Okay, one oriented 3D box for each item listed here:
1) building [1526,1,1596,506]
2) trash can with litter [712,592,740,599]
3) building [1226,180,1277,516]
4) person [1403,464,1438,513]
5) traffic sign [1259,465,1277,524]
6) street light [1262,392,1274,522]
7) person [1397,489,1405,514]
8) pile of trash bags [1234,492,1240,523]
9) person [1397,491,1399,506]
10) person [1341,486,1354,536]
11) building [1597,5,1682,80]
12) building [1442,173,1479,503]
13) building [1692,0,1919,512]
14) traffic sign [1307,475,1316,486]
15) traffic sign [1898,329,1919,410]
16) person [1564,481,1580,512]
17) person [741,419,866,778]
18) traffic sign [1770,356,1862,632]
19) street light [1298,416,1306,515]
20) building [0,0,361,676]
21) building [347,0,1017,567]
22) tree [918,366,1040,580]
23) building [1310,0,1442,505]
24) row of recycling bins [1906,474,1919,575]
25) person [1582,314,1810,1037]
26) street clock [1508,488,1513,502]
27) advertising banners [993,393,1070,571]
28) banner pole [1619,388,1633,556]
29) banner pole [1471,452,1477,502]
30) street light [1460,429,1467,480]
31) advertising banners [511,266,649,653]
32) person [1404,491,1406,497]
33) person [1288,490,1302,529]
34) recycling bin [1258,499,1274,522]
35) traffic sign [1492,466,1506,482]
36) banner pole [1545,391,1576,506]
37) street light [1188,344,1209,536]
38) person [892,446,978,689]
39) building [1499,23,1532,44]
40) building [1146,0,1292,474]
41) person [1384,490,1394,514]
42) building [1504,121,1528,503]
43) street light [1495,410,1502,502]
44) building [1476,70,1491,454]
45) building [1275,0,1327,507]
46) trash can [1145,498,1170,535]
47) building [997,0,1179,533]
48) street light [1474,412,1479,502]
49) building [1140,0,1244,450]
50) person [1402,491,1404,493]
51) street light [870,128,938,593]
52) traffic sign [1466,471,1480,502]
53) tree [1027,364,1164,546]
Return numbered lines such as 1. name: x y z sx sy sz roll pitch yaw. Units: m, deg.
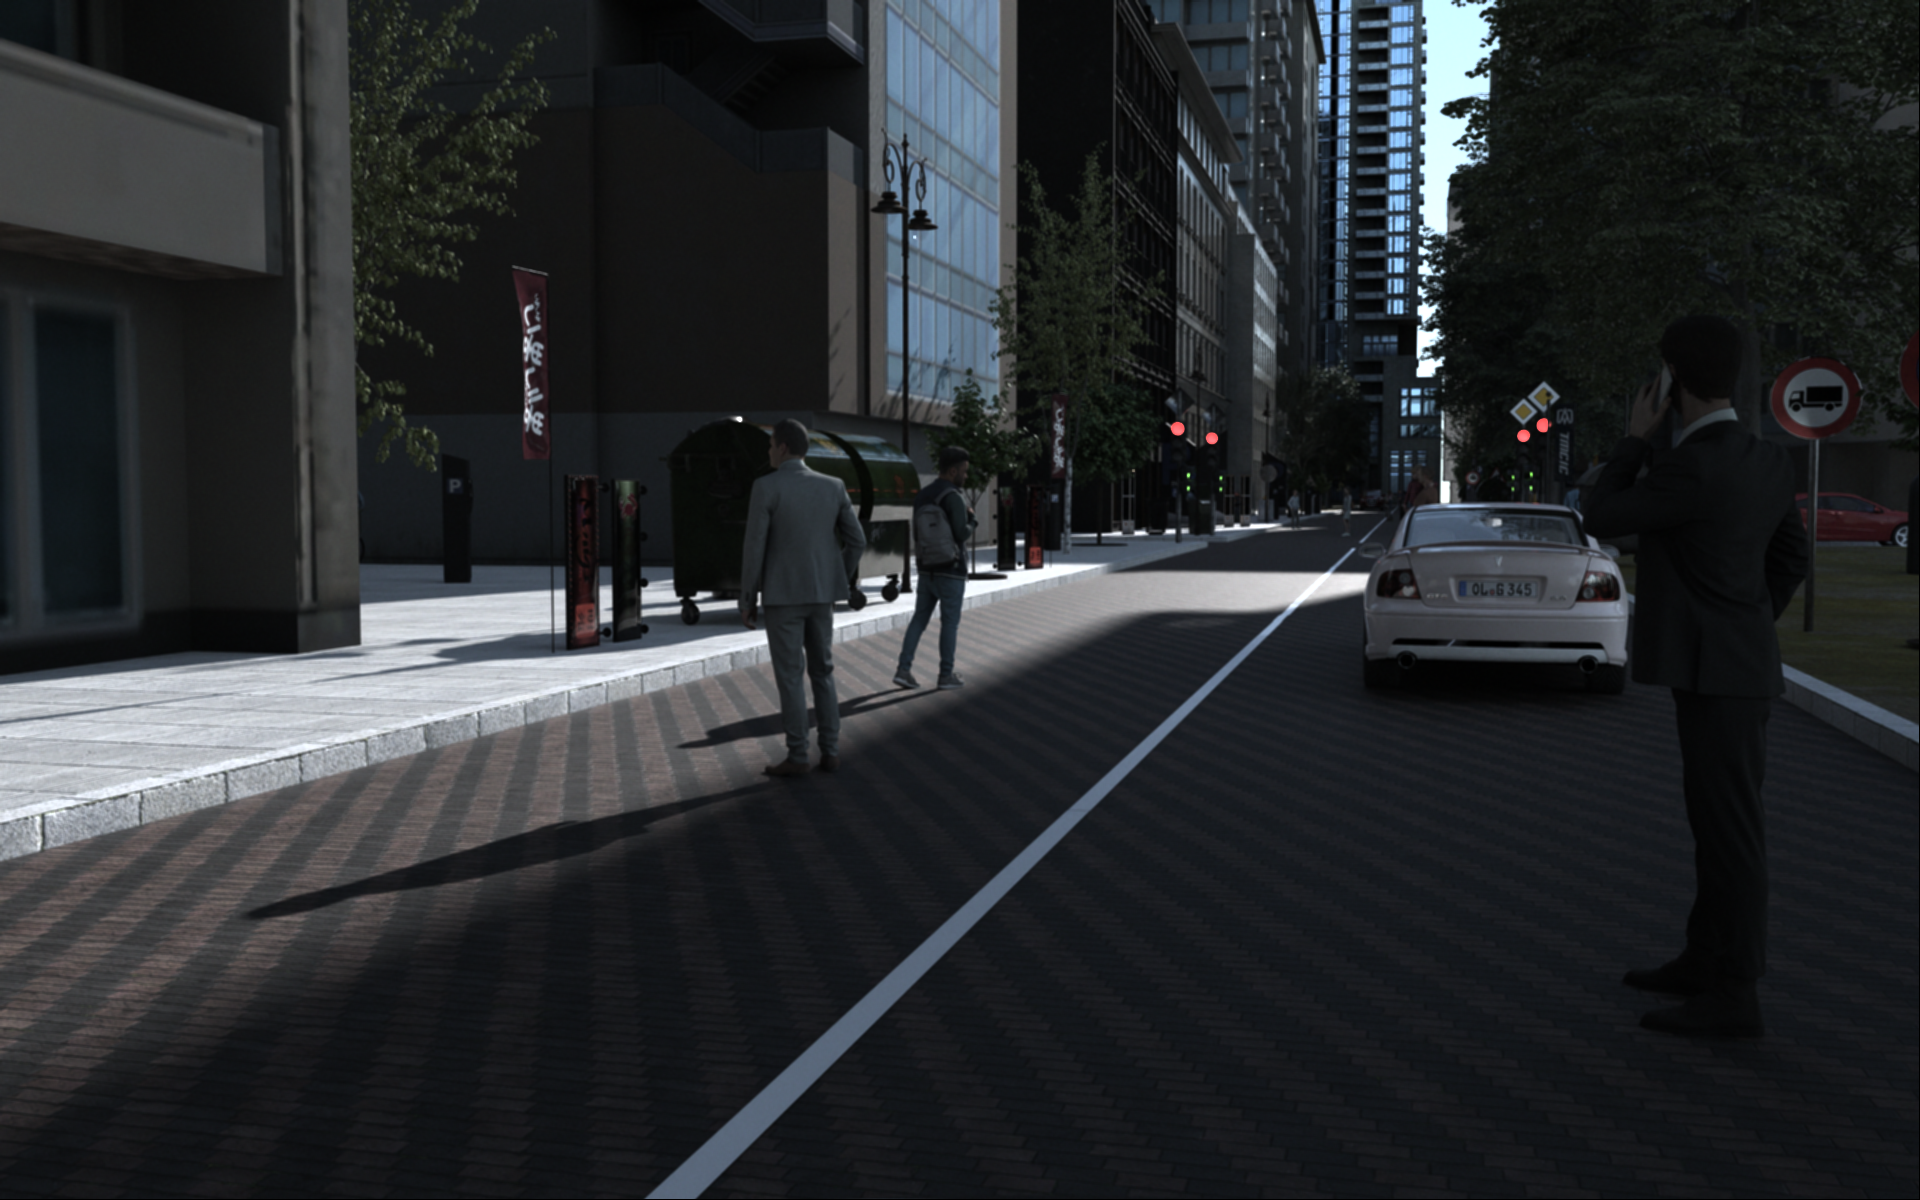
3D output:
1. building: 43.914 -28.142 110.240 14.600 45.320 14.200 1 4 15
2. trash can with litter: -2.886 -0.614 21.424 0.624 1.170 1.055 0 4 -6
3. building: 14.318 -15.669 110.945 10.420 20.320 16.860 1 4 15
4. person: 6.109 -0.882 22.897 0.573 1.828 0.580 -2 4 -26
5. traffic sign: 13.340 -4.584 75.048 0.768 2.556 0.104 1 4 17
6. street light: 13.873 -6.451 78.268 0.468 5.910 1.993 1 4 15
7. person: 32.132 -7.170 126.179 0.683 1.767 0.568 2 4 34
8. pile of trash bags: 12.292 -4.220 78.744 1.912 1.369 3.447 1 4 17
9. person: 47.993 -11.016 189.280 0.621 1.740 0.551 -3 4 -37
10. person: 13.262 -3.049 59.361 0.522 1.701 0.512 0 4 -7
11. building: 39.774 -19.402 88.920 14.160 30.474 14.107 1 4 15
12. building: 66.663 -32.327 212.142 14.086 41.232 14.154 1 4 15
13. building: 39.345 -22.579 61.045 23.993 40.220 32.217 1 4 15
14. traffic sign: 23.255 -7.048 115.236 0.884 2.594 0.081 1 4 23
15. traffic sign: 7.056 -0.745 12.287 0.768 2.556 0.104 1 4 21
16. person: 16.369 -2.278 46.094 0.601 1.785 0.444 2 4 31
17. person: -0.813 -0.014 8.831 0.635 1.810 0.391 -3 5 -41
18. traffic sign: 7.918 -0.977 16.084 0.768 2.556 0.104 1 4 21
19. street light: 20.287 -7.954 102.838 0.468 5.910 1.993 1 4 15
20. building: -18.038 -23.368 5.762 21.300 48.544 21.600 1 4 15
21. building: -7.213 -23.654 36.858 14.200 45.320 14.600 1 4 15
22. tree: 0.098 -1.942 26.356 1.663 3.219 1.824 0 3 0
23. building: 45.710 -55.535 220.668 31.000 86.520 22.319 1 4 15
24. row of recycling bins: 16.968 -1.269 27.866 3.534 1.692 1.069 -1 4 -12
25. person: 1.971 0.195 4.681 0.474 1.900 0.648 3 4 38
26. street clock: 30.622 -5.622 96.486 0.358 2.002 0.471 1 4 9
27. advertising banners: 1.248 -2.044 29.613 0.090 3.025 2.074 3 5 40
28. banner pole: 13.884 -2.820 36.124 0.401 3.779 0.863 2 4 24
29. banner pole: 30.465 -6.887 102.627 0.401 3.779 0.863 0 4 -6
30. street light: 35.806 -9.195 123.133 0.468 5.910 1.993 1 4 15
31. advertising banners: -3.130 -1.113 14.378 0.090 3.025 2.074 1 4 18
32. person: 44.143 -9.941 171.713 1.217 1.739 0.721 1 4 19
33. person: 13.682 -3.698 70.777 0.589 1.601 0.330 -1 4 -23
34. recycling bin: 14.325 -4.193 81.105 0.722 1.027 0.722 1 4 12
35. traffic sign: 24.936 -4.927 80.567 0.884 2.594 0.081 1 4 16
36. banner pole: 14.579 -3.197 42.286 0.863 3.779 0.401 1 4 19
37. street light: 7.349 -4.935 53.472 0.468 5.910 1.993 1 4 15
38. person: -0.137 -0.237 12.723 0.623 1.781 0.721 3 4 36
39. building: 52.863 -28.379 147.583 14.154 41.232 14.086 1 4 15
40. building: 15.514 -32.062 143.817 23.786 49.044 30.456 1 4 15
41. person: 30.135 -6.895 121.828 0.593 1.750 0.643 -1 4 -13
42. building: 49.536 -22.161 134.040 14.160 30.474 14.107 1 4 15
43. street light: 22.628 -6.099 72.509 0.468 5.910 1.993 1 4 15
44. building: 56.209 -29.214 161.241 14.154 41.232 14.086 1 4 15
45. building: 24.376 -36.508 186.150 27.495 52.752 28.713 1 4 15
46. trash can: 6.141 -2.610 54.320 0.748 1.137 0.748 0 3 0
47. building: 1.013 -14.411 65.297 12.332 23.373 15.834 1 4 15
48. street light: 29.278 -7.656 97.971 0.468 5.910 1.993 1 4 15
49. building: 4.914 -15.613 88.552 16.112 22.955 30.059 1 4 15
50. person: 48.899 -11.152 190.923 0.705 1.812 1.348 0 4 -6
51. street light: -0.702 -3.033 22.373 0.468 5.910 1.993 1 4 15
52. traffic sign: 27.917 -5.761 94.294 0.768 2.556 0.104 1 4 16
53. tree: 3.396 -3.637 43.178 4.285 4.588 4.351 0 3 0
